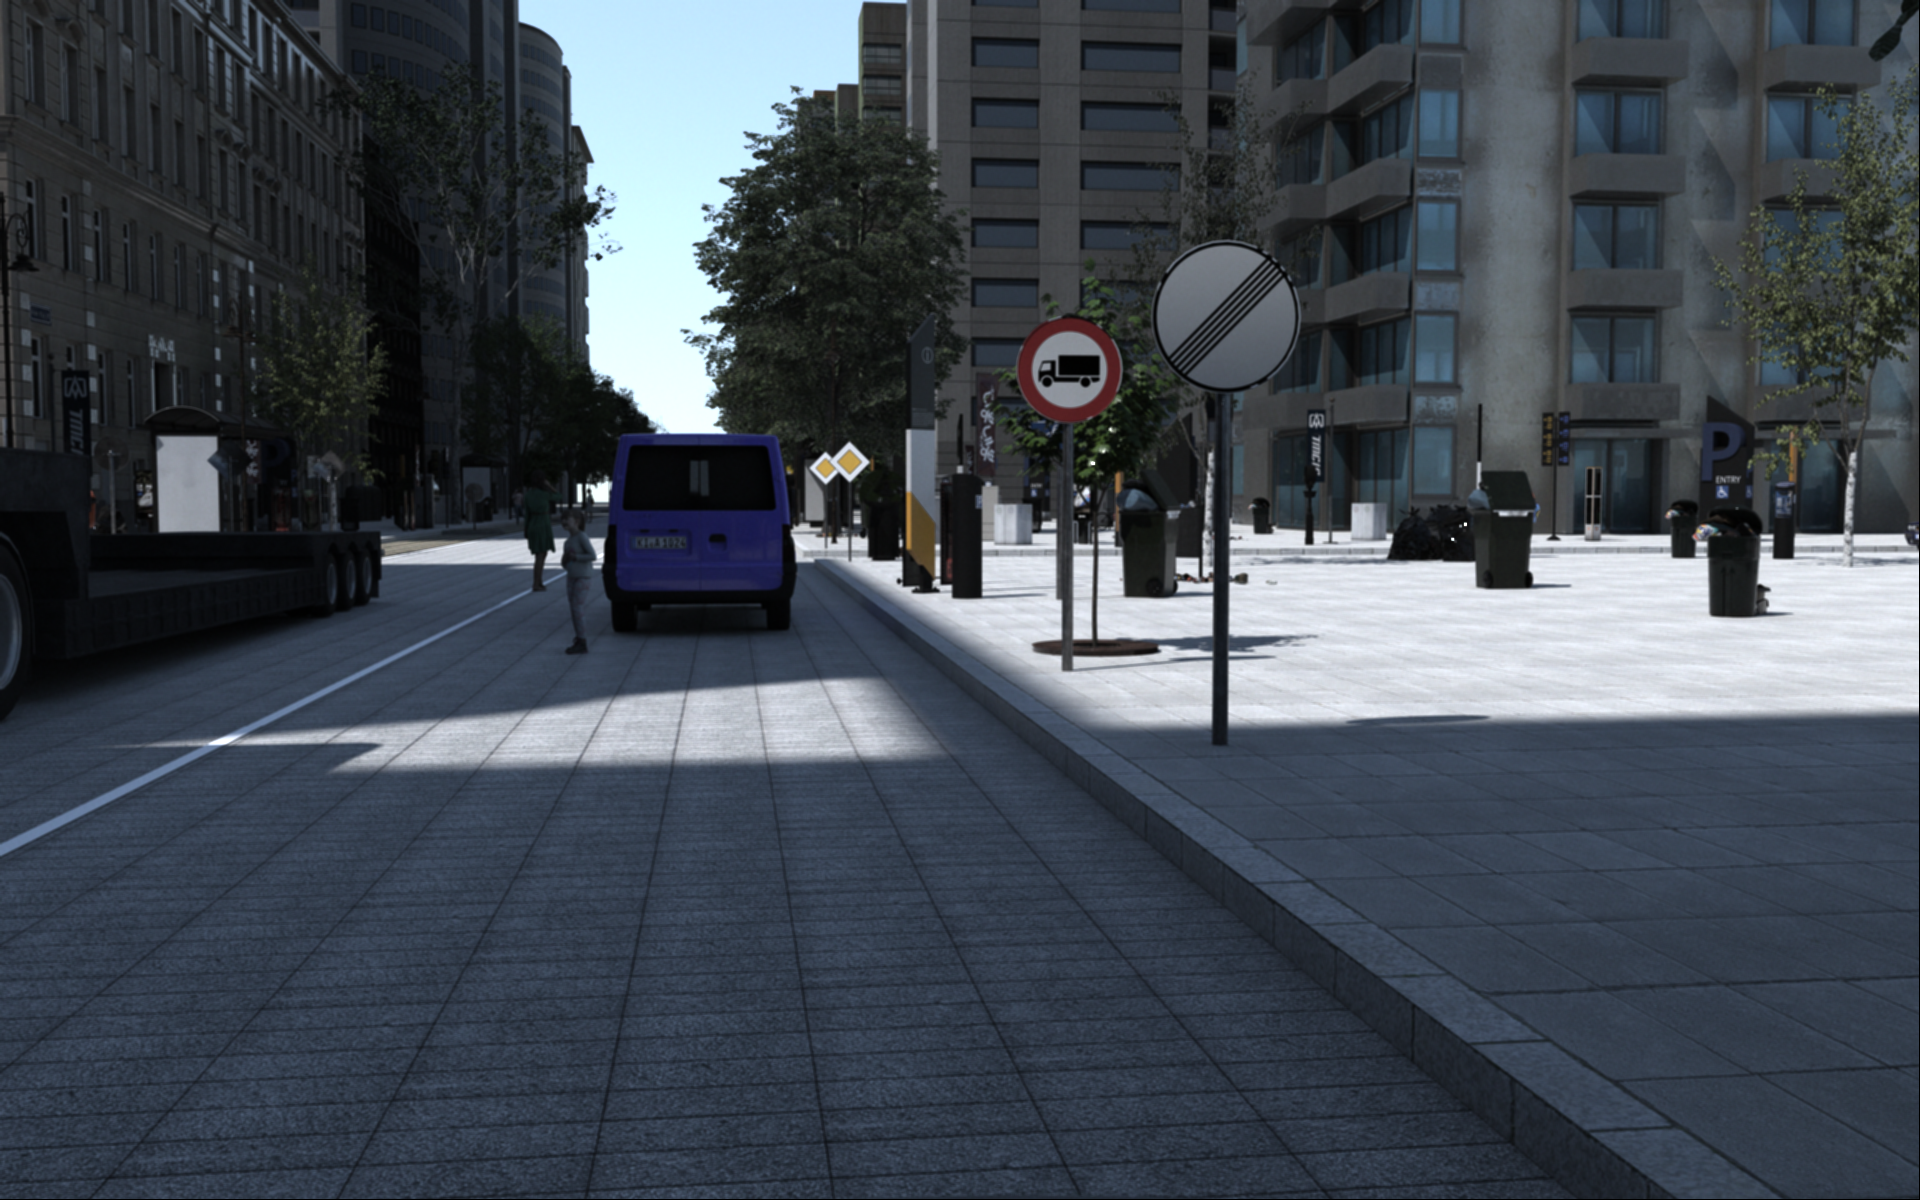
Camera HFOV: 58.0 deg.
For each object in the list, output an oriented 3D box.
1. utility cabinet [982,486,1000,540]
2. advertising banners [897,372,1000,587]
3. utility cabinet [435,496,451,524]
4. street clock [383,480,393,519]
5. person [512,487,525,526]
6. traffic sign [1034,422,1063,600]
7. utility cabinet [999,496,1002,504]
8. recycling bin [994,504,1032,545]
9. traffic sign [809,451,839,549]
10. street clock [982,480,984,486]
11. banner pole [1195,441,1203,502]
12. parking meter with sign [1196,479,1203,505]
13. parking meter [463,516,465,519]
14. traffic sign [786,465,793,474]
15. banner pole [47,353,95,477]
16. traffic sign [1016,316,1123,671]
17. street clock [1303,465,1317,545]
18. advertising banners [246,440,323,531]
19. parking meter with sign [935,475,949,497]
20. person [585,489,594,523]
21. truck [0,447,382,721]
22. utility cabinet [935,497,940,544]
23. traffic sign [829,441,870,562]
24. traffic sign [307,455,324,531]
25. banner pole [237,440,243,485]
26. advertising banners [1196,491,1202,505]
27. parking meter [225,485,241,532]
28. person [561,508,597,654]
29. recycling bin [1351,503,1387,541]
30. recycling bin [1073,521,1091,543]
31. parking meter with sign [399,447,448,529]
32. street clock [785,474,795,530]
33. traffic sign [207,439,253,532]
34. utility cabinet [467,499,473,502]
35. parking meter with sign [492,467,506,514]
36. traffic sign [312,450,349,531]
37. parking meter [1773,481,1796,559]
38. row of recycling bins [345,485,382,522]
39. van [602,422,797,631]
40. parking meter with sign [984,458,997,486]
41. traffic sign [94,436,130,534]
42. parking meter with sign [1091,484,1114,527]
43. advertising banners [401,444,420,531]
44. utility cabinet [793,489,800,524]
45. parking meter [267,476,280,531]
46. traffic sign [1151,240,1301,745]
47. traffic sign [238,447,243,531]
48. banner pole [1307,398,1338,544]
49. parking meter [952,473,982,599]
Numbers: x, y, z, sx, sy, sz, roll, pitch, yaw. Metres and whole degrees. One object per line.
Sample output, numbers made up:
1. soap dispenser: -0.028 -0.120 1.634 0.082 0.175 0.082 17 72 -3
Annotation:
1. utility cabinet: 0.480 -2.362 47.289 1.173 1.500 0.318 1 4 9
2. advertising banners: -0.119 -1.736 24.566 0.090 3.025 2.074 3 5 44
3. utility cabinet: -21.953 -3.849 74.090 1.020 1.237 0.306 -2 4 -24
4. street clock: -29.916 -5.264 90.631 0.358 2.002 0.471 2 4 26
5. person: -19.846 -4.226 78.189 0.643 1.750 0.593 2 4 26
6. traffic sign: 1.212 -1.276 20.974 0.768 2.556 0.104 0 4 1
7. utility cabinet: 1.144 -3.430 67.236 1.020 1.237 0.306 -2 4 -35
8. recycling bin: 1.346 -1.908 43.745 0.722 1.027 0.722 3 4 37
9. traffic sign: -3.155 -2.268 40.720 0.795 2.450 0.064 0 4 -8
10. street clock: 0.987 -5.035 86.886 0.471 2.002 0.358 0 4 -2
11. banner pole: 11.243 -5.651 82.407 0.863 3.779 0.401 0 4 -7
12. parking meter with sign: 12.027 -5.626 88.242 1.738 3.016 0.543 0 4 8
13. parking meter: -25.891 -4.984 89.903 0.372 1.533 0.369 0 3 0
14. traffic sign: -11.910 -7.309 113.368 2.265 3.308 0.079 0 4 1
15. banner pole: -15.853 -2.494 30.788 0.863 3.779 0.401 -1 4 -10
16. traffic sign: 0.779 -0.757 12.483 0.768 2.556 0.104 0 4 -5
17. street clock: 8.833 -2.395 43.736 0.358 2.002 0.471 0 4 2
18. advertising banners: -18.151 -3.069 46.362 2.074 3.025 0.090 -3 4 -36
19. parking meter with sign: -0.817 -4.483 69.566 1.738 3.016 0.543 3 5 44
20. person: -18.299 -4.649 85.508 0.522 1.701 0.512 0 4 3
21. truck: -7.566 -1.452 13.496 2.967 4.110 18.799 0 4 -8
22. utility cabinet: -0.913 -2.010 44.030 1.020 1.237 0.306 -2 4 -33
23. traffic sign: -2.090 -1.784 32.806 0.795 2.450 0.064 0 4 -8
24. traffic sign: -16.746 -2.642 45.321 0.606 2.300 0.079 0 4 -6
25. banner pole: -22.935 -3.998 55.387 0.863 3.779 0.401 3 5 40
26. advertising banners: 10.566 -5.004 78.003 0.090 3.025 2.074 2 4 25
27. parking meter: -19.548 -2.336 46.603 0.372 1.533 0.369 0 3 0
28. person: -3.467 -0.175 15.641 0.425 1.301 0.394 2 4 25
29. recycling bin: 11.353 -2.173 48.079 0.722 1.027 0.722 -3 5 -44
30. recycling bin: 3.032 -2.048 46.036 0.722 1.027 0.722 -1 4 -14
31. parking meter with sign: -19.999 -4.179 64.586 1.738 3.016 0.543 -1 4 -9
32. street clock: -6.156 -3.553 62.662 0.358 2.002 0.471 -2 4 -27
33. traffic sign: -13.188 -1.694 31.339 0.795 2.450 0.064 0 4 -8
34. utility cabinet: -23.430 -4.395 83.020 0.306 1.237 1.020 -1 4 -12
35. parking meter with sign: -30.236 -7.075 111.936 1.738 3.016 0.543 0 4 5
36. traffic sign: -14.253 -2.178 39.253 0.795 2.450 0.064 0 4 -8
37. parking meter: 16.296 -1.579 34.235 0.372 1.533 0.369 0 3 0
38. row of recycling bins: -28.144 -4.572 81.861 1.069 1.692 3.534 0 4 -2
39. van: -2.934 -0.944 19.812 2.240 2.365 5.245 0 4 -8
40. parking meter with sign: 1.376 -5.261 82.278 0.543 3.016 1.738 1 4 10
41. traffic sign: -18.605 -2.319 38.019 0.768 2.556 0.104 0 4 -4
42. parking meter with sign: 5.594 -4.321 66.906 0.543 3.016 1.738 -3 4 -38
43. advertising banners: -19.164 -3.934 60.511 0.090 3.025 2.074 0 3 0
44. utility cabinet: -7.073 -3.925 72.859 0.318 1.500 1.173 1 4 14
45. parking meter: -22.853 -3.180 57.701 0.255 1.863 0.399 1 4 11
46. traffic sign: 1.332 -0.532 8.800 0.768 2.556 0.104 0 4 -6
47. traffic sign: -19.622 -2.879 47.180 0.768 2.556 0.104 0 4 2
48. banner pole: 9.424 -3.366 45.054 0.863 3.779 0.401 1 4 14
49. parking meter: 0.087 -0.790 21.328 0.372 1.533 0.369 0 3 0
